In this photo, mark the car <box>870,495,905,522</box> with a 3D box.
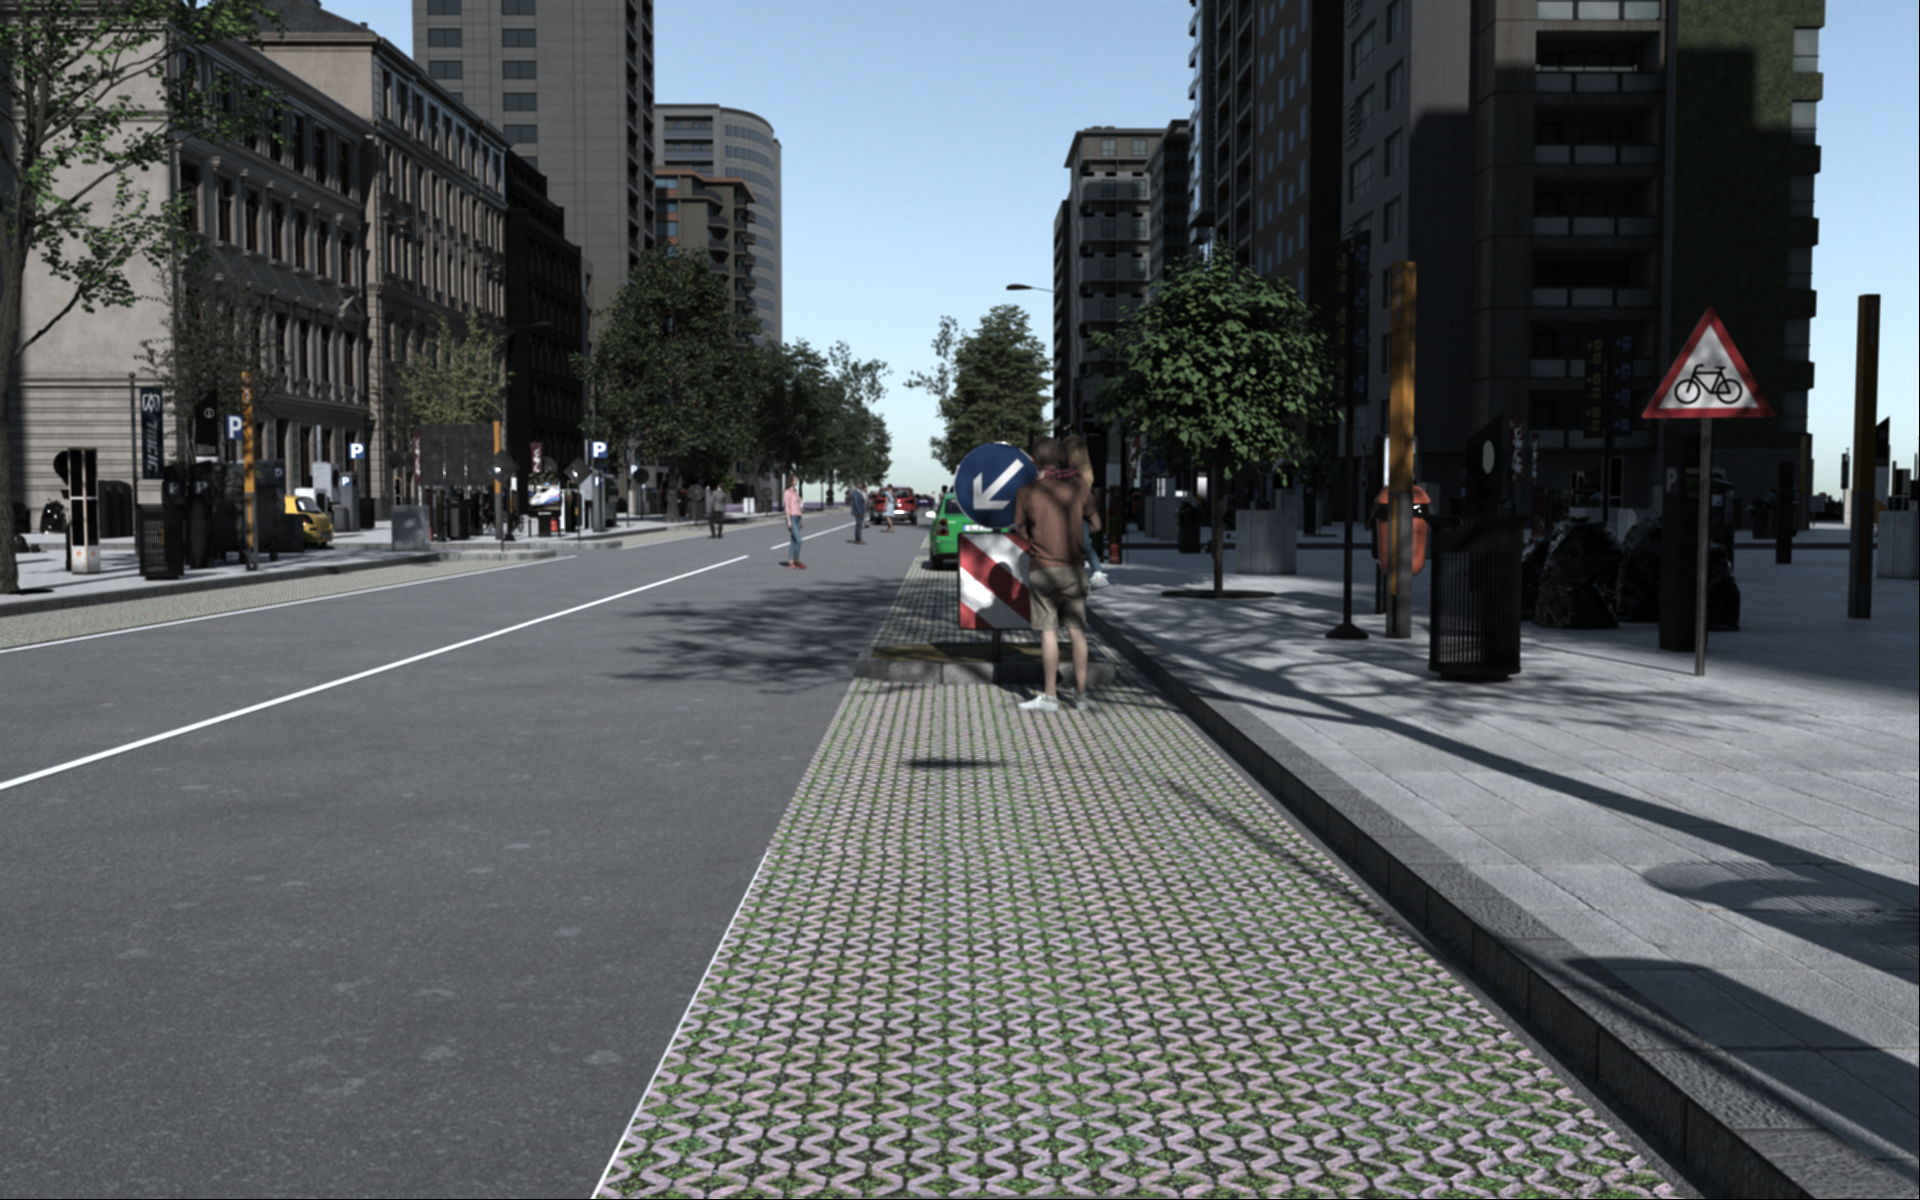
[{"bbox_3d":[-3.783,-4.840,90.937,2.131,1.459,4.920,0,4,-1],"label":"car"}]

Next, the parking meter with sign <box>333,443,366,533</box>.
[{"bbox_3d":[-20.562,-3.792,58.253,0.543,3.016,1.738,0,4,2],"label":"parking meter with sign"}]

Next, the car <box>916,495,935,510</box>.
[{"bbox_3d":[-3.344,-9.121,161.707,1.945,1.354,3.894,0,4,1],"label":"car"}]

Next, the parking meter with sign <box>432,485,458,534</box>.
[{"bbox_3d":[-16.726,-3.653,55.984,0.543,3.016,1.738,1,4,18],"label":"parking meter with sign"}]

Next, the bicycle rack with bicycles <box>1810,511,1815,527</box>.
[{"bbox_3d":[32.759,-3.402,69.010,2.852,0.926,2.925,1,4,16],"label":"bicycle rack with bicycles"}]

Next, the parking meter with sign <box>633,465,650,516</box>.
[{"bbox_3d":[-19.094,-6.556,103.445,0.543,3.016,1.738,-3,4,-38],"label":"parking meter with sign"}]

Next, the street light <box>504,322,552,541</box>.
[{"bbox_3d":[-11.719,-4.550,46.933,1.470,5.913,1.316,0,4,0],"label":"street light"}]

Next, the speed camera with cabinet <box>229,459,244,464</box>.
[{"bbox_3d":[-19.327,-3.183,46.386,0.660,3.252,2.038,-2,4,-30],"label":"speed camera with cabinet"}]

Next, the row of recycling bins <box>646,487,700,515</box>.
[{"bbox_3d":[-18.291,-6.389,111.578,3.534,1.692,1.069,-3,5,-39],"label":"row of recycling bins"}]

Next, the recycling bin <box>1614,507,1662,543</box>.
[{"bbox_3d":[11.945,-1.076,30.146,0.722,1.027,0.722,0,4,-5],"label":"recycling bin"}]

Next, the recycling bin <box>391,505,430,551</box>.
[{"bbox_3d":[-12.382,-1.621,39.051,0.722,1.027,0.722,0,4,-7],"label":"recycling bin"}]

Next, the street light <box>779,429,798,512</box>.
[{"bbox_3d":[-12.163,-9.193,122.843,1.470,5.913,1.316,0,4,0],"label":"street light"}]

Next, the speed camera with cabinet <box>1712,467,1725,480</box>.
[{"bbox_3d":[47.127,-6.922,107.506,2.038,3.252,0.660,-1,4,-18],"label":"speed camera with cabinet"}]

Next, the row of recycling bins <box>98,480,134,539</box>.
[{"bbox_3d":[-25.250,-2.699,51.234,1.069,1.692,3.534,-1,4,-11],"label":"row of recycling bins"}]

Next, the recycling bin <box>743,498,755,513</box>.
[{"bbox_3d":[-14.000,-6.273,115.117,0.722,1.027,0.722,0,4,-1],"label":"recycling bin"}]

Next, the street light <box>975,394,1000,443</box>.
[{"bbox_3d":[1.413,-6.617,80.733,1.470,5.913,1.316,0,4,0],"label":"street light"}]

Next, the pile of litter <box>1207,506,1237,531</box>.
[{"bbox_3d":[9.355,-2.891,61.236,1.719,0.858,1.176,-3,4,-36],"label":"pile of litter"}]

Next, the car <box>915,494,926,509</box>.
[{"bbox_3d":[-4.199,-9.969,173.223,2.015,1.641,3.980,0,4,-1],"label":"car"}]

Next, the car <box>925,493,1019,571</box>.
[{"bbox_3d":[0.298,-1.519,33.629,1.959,1.807,4.718,0,4,-1],"label":"car"}]

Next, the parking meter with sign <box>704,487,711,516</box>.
[{"bbox_3d":[-15.117,-6.585,103.932,0.543,3.016,1.738,-1,4,-22],"label":"parking meter with sign"}]

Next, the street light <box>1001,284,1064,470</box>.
[{"bbox_3d":[1.724,-4.034,38.504,1.470,5.913,1.316,0,4,0],"label":"street light"}]

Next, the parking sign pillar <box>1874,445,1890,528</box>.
[{"bbox_3d":[34.629,-4.712,65.516,1.447,3.967,1.447,0,4,2],"label":"parking sign pillar"}]

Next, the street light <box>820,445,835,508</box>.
[{"bbox_3d":[-12.459,-11.658,163.147,1.470,5.913,1.316,0,4,0],"label":"street light"}]

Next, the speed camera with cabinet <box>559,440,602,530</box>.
[{"bbox_3d":[-13.662,-4.149,62.168,0.660,3.252,2.038,2,4,25],"label":"speed camera with cabinet"}]

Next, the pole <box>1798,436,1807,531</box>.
[{"bbox_3d":[29.428,-4.076,60.485,0.158,3.312,0.155,0,3,0],"label":"pole"}]

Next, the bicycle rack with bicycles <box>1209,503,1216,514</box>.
[{"bbox_3d":[13.491,-5.151,97.600,2.925,0.926,2.852,-1,4,-9],"label":"bicycle rack with bicycles"}]

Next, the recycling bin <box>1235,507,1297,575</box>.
[{"bbox_3d":[4.910,-0.931,27.777,0.722,1.027,0.722,-3,5,-40],"label":"recycling bin"}]

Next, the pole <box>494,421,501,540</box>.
[{"bbox_3d":[-12.926,-3.342,48.485,0.158,3.312,0.155,0,3,0],"label":"pole"}]

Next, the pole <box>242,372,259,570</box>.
[{"bbox_3d":[-11.908,-2.153,29.047,0.158,3.312,0.155,0,3,0],"label":"pole"}]

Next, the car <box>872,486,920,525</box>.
[{"bbox_3d":[-3.027,-4.453,81.476,2.281,1.827,5.304,0,4,-1],"label":"car"}]

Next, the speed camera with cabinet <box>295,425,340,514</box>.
[{"bbox_3d":[-18.181,-3.344,49.017,0.660,3.252,2.038,0,4,0],"label":"speed camera with cabinet"}]

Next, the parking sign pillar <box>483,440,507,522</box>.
[{"bbox_3d":[-21.078,-5.542,79.090,1.447,3.967,1.447,1,4,11],"label":"parking sign pillar"}]

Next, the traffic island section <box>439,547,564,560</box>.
[{"bbox_3d":[-10.204,-0.995,38.556,2.009,0.180,2.903,0,4,0],"label":"traffic island section"}]

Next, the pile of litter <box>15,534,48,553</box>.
[{"bbox_3d":[-20.938,-1.462,37.875,1.719,0.858,1.176,0,4,8],"label":"pile of litter"}]

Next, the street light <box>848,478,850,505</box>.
[{"bbox_3d":[-12.710,-14.288,206.143,1.470,5.913,1.316,0,4,0],"label":"street light"}]

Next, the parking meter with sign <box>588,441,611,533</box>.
[{"bbox_3d":[-12.120,-3.788,58.196,0.543,3.016,1.738,-1,4,-13],"label":"parking meter with sign"}]

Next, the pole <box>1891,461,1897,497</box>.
[{"bbox_3d":[57.552,-6.906,106.748,0.158,3.312,0.155,0,3,0],"label":"pole"}]

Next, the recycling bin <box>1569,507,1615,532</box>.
[{"bbox_3d":[12.089,-1.251,33.007,0.722,1.027,0.722,0,4,-4],"label":"recycling bin"}]

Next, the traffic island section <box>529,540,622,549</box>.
[{"bbox_3d":[-10.258,-1.484,46.540,2.009,0.180,2.903,0,4,0],"label":"traffic island section"}]

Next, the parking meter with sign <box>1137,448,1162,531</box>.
[{"bbox_3d":[6.687,-3.980,61.340,0.543,3.016,1.738,1,4,19],"label":"parking meter with sign"}]

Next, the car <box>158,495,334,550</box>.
[{"bbox_3d":[-17.386,-1.952,42.135,3.980,1.641,2.015,0,4,1],"label":"car"}]

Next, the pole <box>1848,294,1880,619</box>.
[{"bbox_3d":[9.302,-1.466,17.817,0.158,3.312,0.155,0,3,0],"label":"pole"}]

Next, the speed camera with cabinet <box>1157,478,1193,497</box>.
[{"bbox_3d":[10.748,-5.696,87.464,2.038,3.252,0.660,0,4,5],"label":"speed camera with cabinet"}]

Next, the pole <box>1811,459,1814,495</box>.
[{"bbox_3d":[49.440,-6.529,100.595,0.158,3.312,0.155,0,3,0],"label":"pole"}]

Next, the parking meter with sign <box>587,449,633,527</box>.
[{"bbox_3d":[-13.742,-4.347,67.333,1.738,3.016,0.543,0,4,3],"label":"parking meter with sign"}]

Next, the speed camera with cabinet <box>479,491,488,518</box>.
[{"bbox_3d":[-24.515,-5.888,90.612,0.660,3.252,2.038,2,4,32],"label":"speed camera with cabinet"}]

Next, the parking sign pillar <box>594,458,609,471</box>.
[{"bbox_3d":[-22.420,-7.366,108.902,1.447,3.967,1.447,2,4,28],"label":"parking sign pillar"}]

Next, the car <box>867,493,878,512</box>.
[{"bbox_3d":[-6.724,-7.771,136.088,2.155,1.783,4.494,0,4,1],"label":"car"}]

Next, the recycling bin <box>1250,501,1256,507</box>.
[{"bbox_3d":[11.106,-3.127,63.679,0.722,1.027,0.722,2,4,26],"label":"recycling bin"}]

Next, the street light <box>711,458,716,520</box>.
[{"bbox_3d":[-11.946,-7.015,87.239,1.470,5.913,1.316,0,4,0],"label":"street light"}]

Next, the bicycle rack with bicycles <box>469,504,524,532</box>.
[{"bbox_3d":[-16.210,-2.784,58.906,2.852,0.926,2.925,-1,4,-23],"label":"bicycle rack with bicycles"}]

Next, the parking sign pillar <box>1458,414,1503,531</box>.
[{"bbox_3d":[17.552,-4.272,58.326,1.447,3.967,1.447,-1,4,-12],"label":"parking sign pillar"}]

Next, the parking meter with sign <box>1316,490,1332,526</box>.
[{"bbox_3d":[14.637,-4.522,70.189,0.543,3.016,1.738,-1,4,-9],"label":"parking meter with sign"}]

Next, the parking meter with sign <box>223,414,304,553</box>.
[{"bbox_3d":[-15.199,-2.548,37.928,1.738,3.016,0.543,1,4,18],"label":"parking meter with sign"}]

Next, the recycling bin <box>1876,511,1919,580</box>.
[{"bbox_3d":[14.453,-0.838,26.249,0.722,1.027,0.722,-1,4,-15],"label":"recycling bin"}]

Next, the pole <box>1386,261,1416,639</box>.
[{"bbox_3d":[3.904,-1.314,15.321,0.158,3.312,0.155,0,3,0],"label":"pole"}]
